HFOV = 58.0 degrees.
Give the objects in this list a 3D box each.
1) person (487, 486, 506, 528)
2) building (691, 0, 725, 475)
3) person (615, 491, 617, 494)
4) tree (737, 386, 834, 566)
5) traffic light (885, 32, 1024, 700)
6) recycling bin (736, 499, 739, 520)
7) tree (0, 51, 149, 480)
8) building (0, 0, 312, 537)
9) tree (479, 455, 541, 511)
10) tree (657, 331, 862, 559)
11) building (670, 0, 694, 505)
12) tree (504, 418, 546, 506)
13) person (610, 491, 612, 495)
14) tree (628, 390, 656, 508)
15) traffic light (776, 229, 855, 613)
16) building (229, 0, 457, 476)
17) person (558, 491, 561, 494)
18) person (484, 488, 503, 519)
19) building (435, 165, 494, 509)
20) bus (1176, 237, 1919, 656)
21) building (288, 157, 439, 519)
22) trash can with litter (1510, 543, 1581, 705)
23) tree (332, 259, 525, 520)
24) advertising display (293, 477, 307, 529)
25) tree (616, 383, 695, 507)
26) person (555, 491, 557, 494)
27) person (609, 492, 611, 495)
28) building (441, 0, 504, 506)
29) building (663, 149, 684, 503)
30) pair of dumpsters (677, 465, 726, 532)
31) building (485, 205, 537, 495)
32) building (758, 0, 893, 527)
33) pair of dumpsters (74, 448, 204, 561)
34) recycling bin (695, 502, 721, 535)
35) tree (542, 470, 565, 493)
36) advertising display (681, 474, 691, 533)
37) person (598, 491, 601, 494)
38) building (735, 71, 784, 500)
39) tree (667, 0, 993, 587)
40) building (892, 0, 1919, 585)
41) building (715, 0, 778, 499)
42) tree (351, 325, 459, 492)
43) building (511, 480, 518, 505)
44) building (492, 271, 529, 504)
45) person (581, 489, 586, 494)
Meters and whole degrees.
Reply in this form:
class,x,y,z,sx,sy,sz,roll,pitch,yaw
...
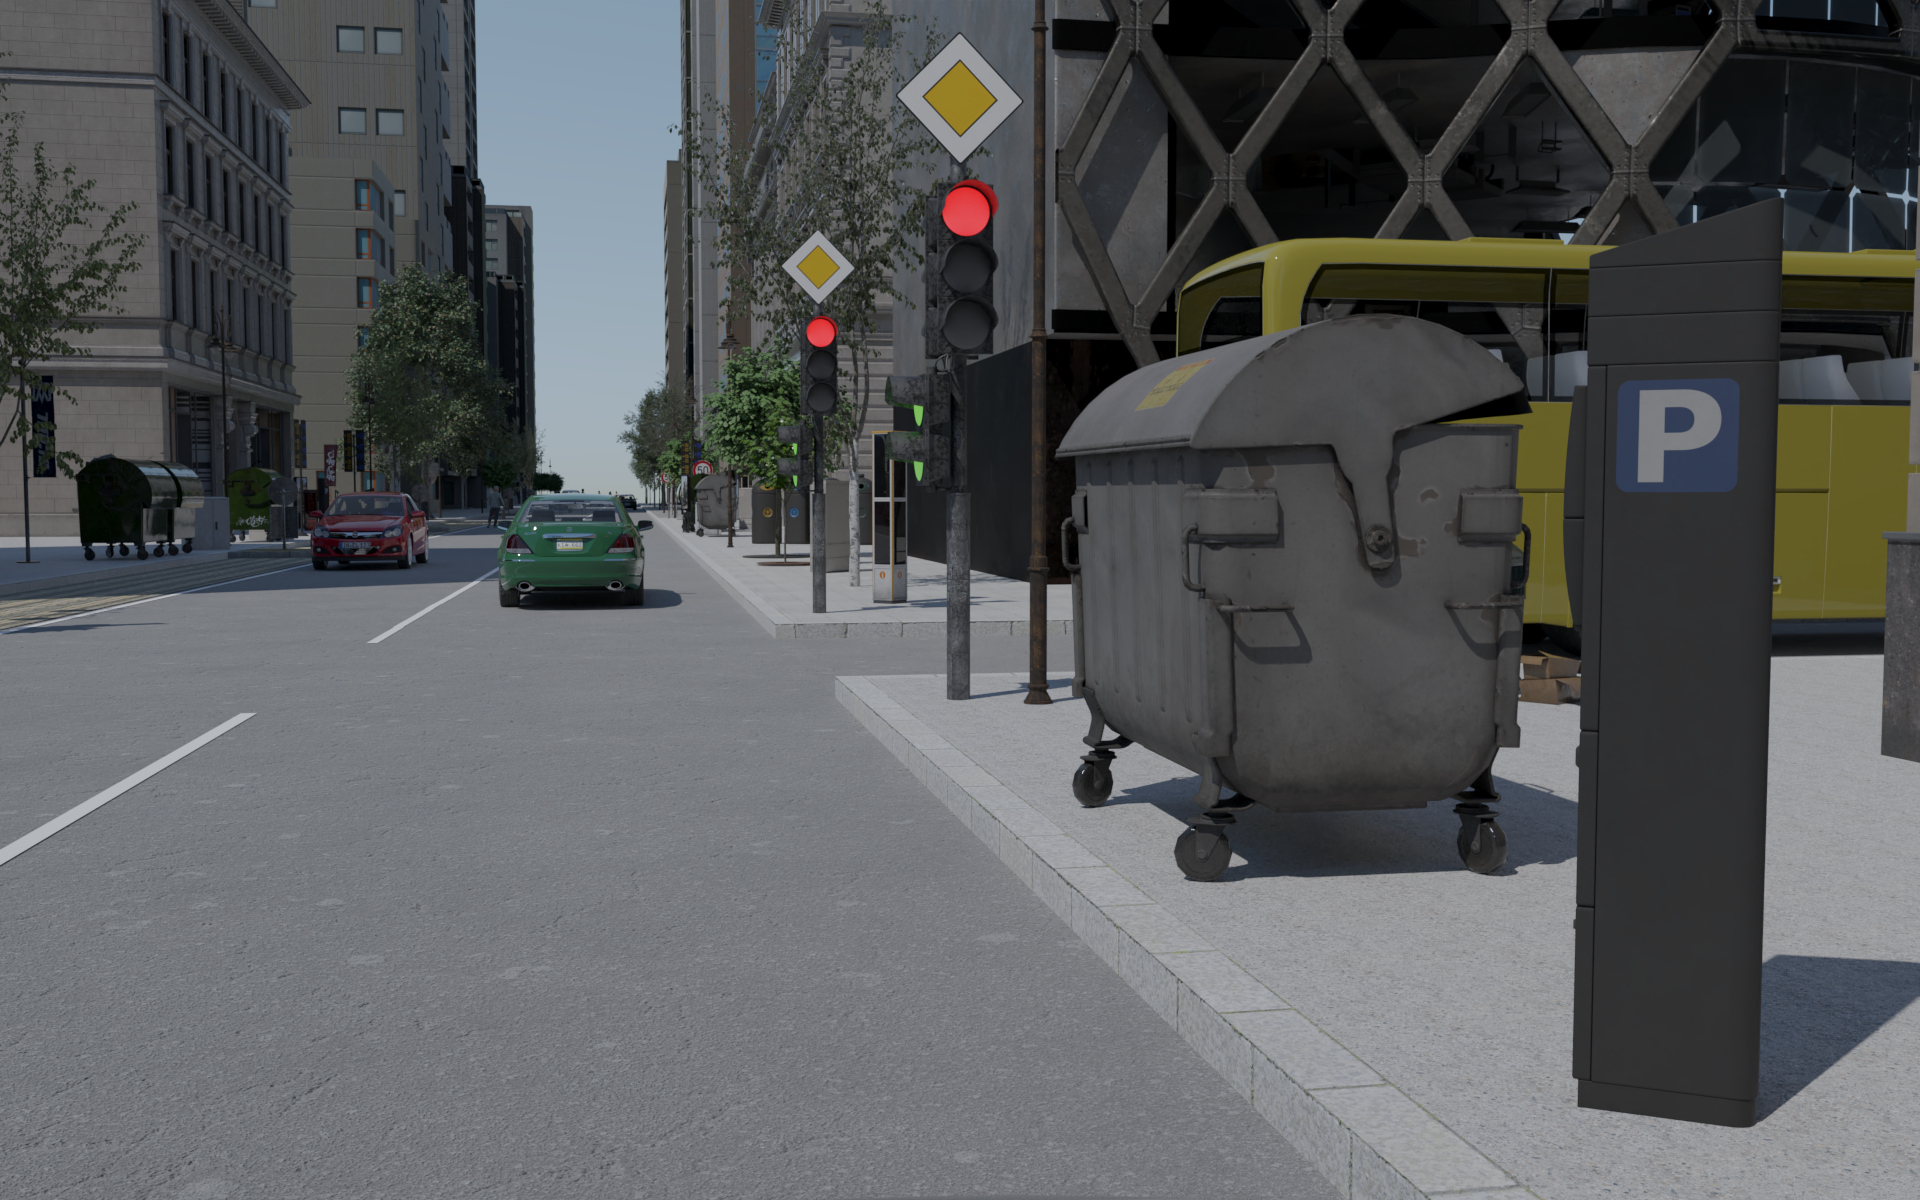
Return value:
class,x,y,z,sx,sy,sz,roll,pitch,yaw
person,-19.578,-3.929,73.222,0.782,1.767,0.515,0,4,6
building,-9.237,-35.844,128.045,21.231,58.520,28.212,-1,4,-11
person,-47.029,-13.969,236.980,0.705,1.812,1.348,-1,4,-10
tree,-3.266,-2.235,31.149,1.663,3.219,1.824,0,3,0
traffic light,-0.029,-1.333,10.719,0.839,4.253,0.868,-1,4,-11
recycling bin,-11.123,-4.447,85.264,0.722,1.027,0.722,-3,5,-39
tree,-15.878,-4.763,28.242,4.737,8.622,4.395,0,3,0
building,-28.565,-12.316,52.276,10.553,20.767,40.483,-1,4,-11
tree,-36.011,-9.264,135.187,4.285,4.588,4.351,0,3,0
tree,-3.660,-3.131,34.912,4.285,4.588,4.351,0,3,0
building,-26.717,-47.759,219.106,20.563,71.187,20.611,-1,4,-11
tree,-42.077,-13.176,165.784,4.360,8.622,3.978,0,3,0
person,-49.161,-14.378,243.657,0.705,1.814,1.350,0,4,4
tree,-16.625,-9.139,99.779,4.360,8.622,3.978,0,3,0
traffic light,-1.534,-1.813,18.562,0.839,4.253,0.868,-1,4,-11
building,-52.527,-32.945,127.889,28.713,52.752,27.495,-1,4,-11
person,-27.703,-6.726,119.938,0.415,1.643,0.593,0,4,-2
person,-26.811,-5.585,99.816,0.705,1.824,1.348,3,5,39
building,-48.843,-23.181,150.708,14.160,30.474,14.107,-1,4,-11
bus,8.262,-1.521,16.421,12.252,3.916,2.896,-1,4,-11
building,-46.569,-15.675,101.326,27.650,21.520,28.899,-1,4,-11
trash can with litter,3.514,0.027,10.945,0.624,1.170,1.055,-3,5,-44
tree,-26.155,-10.262,84.791,9.611,12.733,9.660,0,3,0
advertising display,-24.468,-3.613,64.290,0.123,1.923,0.974,0,4,2
tree,-30.660,-16.014,178.844,9.611,12.733,9.660,0,3,0
person,-43.040,-10.736,184.713,0.721,1.739,1.217,3,5,45
person,-39.854,-11.521,197.659,1.217,1.735,0.721,3,5,44
building,-59.112,-45.447,181.312,20.563,71.187,20.611,-1,4,-11
building,-29.974,-37.732,240.623,21.300,48.544,21.600,-1,4,-11
pair of dumpsters,-8.997,-3.535,60.293,1.574,2.255,4.437,-1,4,-11
building,-65.888,-33.890,237.702,14.154,41.232,14.086,-1,4,-11
building,-0.763,-14.183,60.763,11.050,23.489,19.941,-1,4,-11
pair of dumpsters,-16.725,-2.007,35.316,1.574,2.255,4.437,-1,4,-11
recycling bin,-7.852,-2.539,54.060,0.722,1.027,0.722,0,4,-1
tree,-52.727,-14.267,216.985,4.285,4.588,4.351,0,3,0
advertising display,-9.087,-3.193,57.424,0.123,1.923,0.974,-1,4,-21
person,-40.755,-11.436,195.482,1.348,1.823,0.705,3,5,40
building,-3.279,-14.733,82.687,13.314,21.916,24.055,-1,4,-11
tree,-1.701,-4.489,23.759,4.360,8.622,3.978,0,3,0
building,8.334,-9.971,30.480,16.811,18.784,16.820,-1,4,-11
building,-7.647,-27.919,106.580,14.600,45.320,14.200,-1,4,-11
tree,-24.597,-7.698,76.217,4.737,8.622,4.395,0,3,0
building,-69.229,-31.286,203.407,32.217,40.220,23.993,-1,4,-11
building,-63.623,-27.672,224.137,14.160,30.474,14.107,-1,4,-11
person,-25.819,-6.736,118.648,1.348,1.822,0.705,0,3,0
